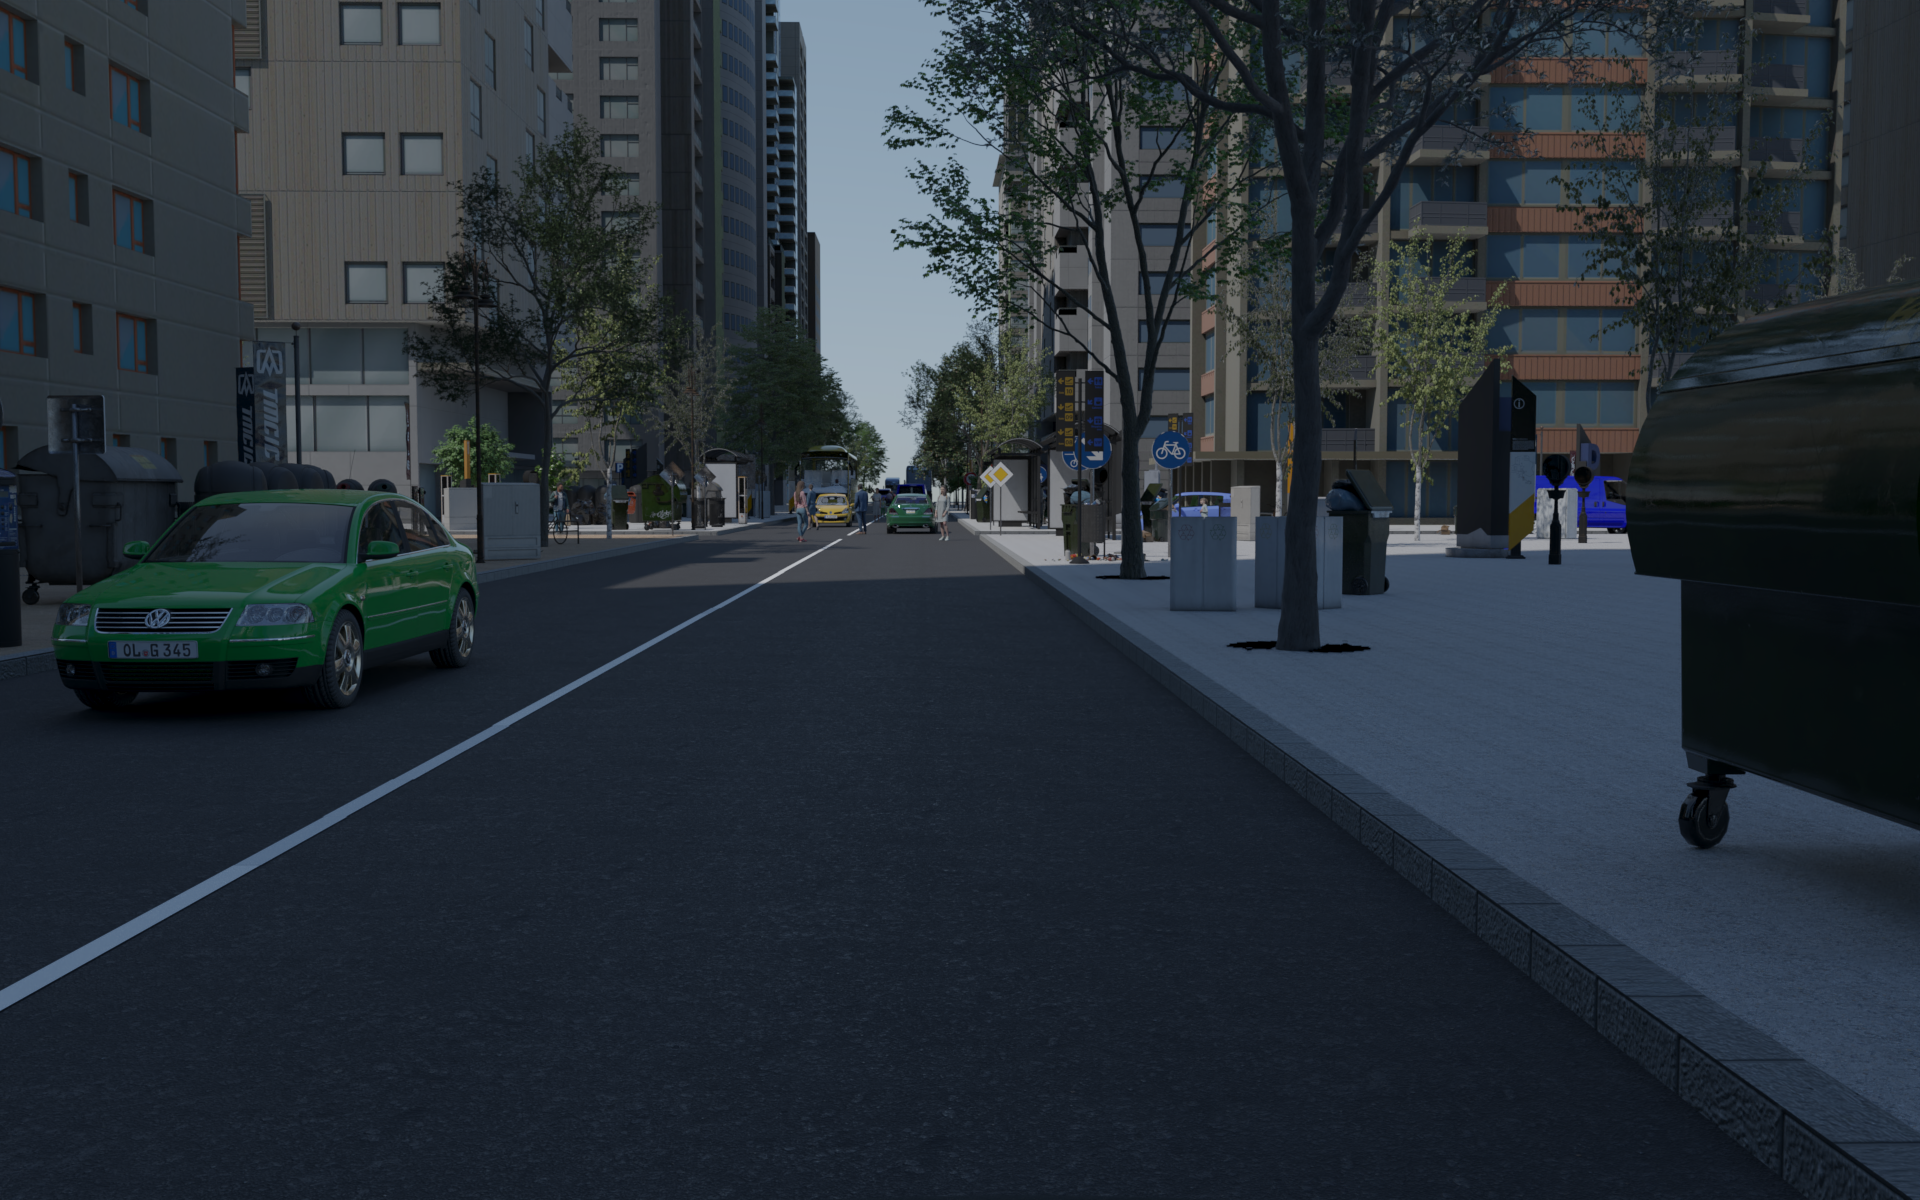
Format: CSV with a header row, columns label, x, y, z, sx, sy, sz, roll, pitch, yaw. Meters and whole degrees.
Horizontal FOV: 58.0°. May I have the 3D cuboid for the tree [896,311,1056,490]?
label,x,y,z,sx,sy,sz,roll,pitch,yaw
tree,0.946,-9.444,88.830,8.767,10.594,7.601,-1,4,-11

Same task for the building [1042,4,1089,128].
label,x,y,z,sx,sy,sz,roll,pitch,yaw
building,21.901,-35.063,162.513,28.713,52.752,27.495,0,4,-1

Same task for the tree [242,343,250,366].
label,x,y,z,sx,sy,sz,roll,pitch,yaw
tree,-29.635,-7.205,68.160,4.737,8.622,4.395,0,3,0

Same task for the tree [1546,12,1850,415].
label,x,y,z,sx,sy,sz,roll,pitch,yaw
tree,11.072,-4.659,26.545,4.360,8.622,3.978,0,3,0

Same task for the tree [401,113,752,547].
label,x,y,z,sx,sy,sz,roll,pitch,yaw
tree,-9.824,-6.574,41.900,7.601,10.594,8.767,-1,4,-19

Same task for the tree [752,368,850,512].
label,x,y,z,sx,sy,sz,roll,pitch,yaw
tree,-11.631,-11.442,121.481,8.767,10.594,7.601,-3,4,-36

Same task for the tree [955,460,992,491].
label,x,y,z,sx,sy,sz,roll,pitch,yaw
tree,1.099,-6.233,96.507,1.663,3.219,1.824,0,3,0

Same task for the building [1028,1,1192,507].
label,x,y,z,sx,sy,sz,roll,pitch,yaw
building,17.982,-39.637,190.061,21.231,58.520,28.212,0,4,-1

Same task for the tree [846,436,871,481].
label,x,y,z,sx,sy,sz,roll,pitch,yaw
tree,-13.153,-16.065,213.029,4.737,8.622,4.395,0,3,0

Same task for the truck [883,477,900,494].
label,x,y,z,sx,sy,sz,roll,pitch,yaw
truck,-10.794,-18.114,285.929,2.967,4.110,18.799,0,4,0

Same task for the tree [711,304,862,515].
label,x,y,z,sx,sy,sz,roll,pitch,yaw
tree,-10.933,-11.367,103.975,7.486,12.596,7.792,0,3,0

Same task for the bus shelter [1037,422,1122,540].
label,x,y,z,sx,sy,sz,roll,pitch,yaw
bus shelter,3.505,-3.447,50.282,2.014,3.302,5.546,0,4,-1

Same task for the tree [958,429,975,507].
label,x,y,z,sx,sy,sz,roll,pitch,yaw
tree,0.499,-13.367,168.909,4.360,8.622,3.978,0,3,0

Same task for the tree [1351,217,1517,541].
label,x,y,z,sx,sy,sz,roll,pitch,yaw
tree,12.731,-5.915,47.075,4.737,8.622,4.395,0,3,0

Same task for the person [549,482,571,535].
label,x,y,z,sx,sy,sz,roll,pitch,yaw
person,-13.259,-3.002,57.570,0.794,1.824,0.713,-1,4,-15

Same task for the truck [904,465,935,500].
label,x,y,z,sx,sy,sz,roll,pitch,yaw
truck,-3.870,-10.203,156.583,2.967,4.110,18.799,0,3,0

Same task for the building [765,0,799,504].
label,x,y,z,sx,sy,sz,roll,pitch,yaw
building,-32.706,-56.781,241.047,22.319,86.520,31.000,0,4,-1

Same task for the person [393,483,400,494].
label,x,y,z,sx,sy,sz,roll,pitch,yaw
person,-17.994,-2.835,55.034,0.511,1.800,0.466,-1,4,-16

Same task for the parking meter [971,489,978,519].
label,x,y,z,sx,sy,sz,roll,pitch,yaw
parking meter,0.720,-4.837,87.499,0.372,1.533,0.369,0,3,0

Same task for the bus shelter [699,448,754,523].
label,x,y,z,sx,sy,sz,roll,pitch,yaw
bus shelter,-10.692,-5.210,79.103,2.014,3.302,5.546,0,4,-1

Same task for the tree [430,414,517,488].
label,x,y,z,sx,sy,sz,roll,pitch,yaw
tree,-19.971,-5.348,71.159,4.285,4.588,4.351,0,3,0

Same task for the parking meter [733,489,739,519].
label,x,y,z,sx,sy,sz,roll,pitch,yaw
parking meter,-11.586,-4.987,89.946,0.372,1.533,0.369,0,3,0

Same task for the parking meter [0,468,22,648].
label,x,y,z,sx,sy,sz,roll,pitch,yaw
parking meter,-8.114,-0.375,14.548,0.372,1.533,0.369,0,3,0

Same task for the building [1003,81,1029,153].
label,x,y,z,sx,sy,sz,roll,pitch,yaw
building,15.521,-51.787,284.961,20.563,71.187,20.611,0,4,-1

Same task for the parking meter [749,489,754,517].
label,x,y,z,sx,sy,sz,roll,pitch,yaw
parking meter,-11.897,-5.685,98.657,0.399,1.863,0.255,3,5,42

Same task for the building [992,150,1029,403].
label,x,y,z,sx,sy,sz,roll,pitch,yaw
building,19.737,-41.104,261.284,28.713,52.752,27.495,0,4,-1

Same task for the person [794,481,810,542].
label,x,y,z,sx,sy,sz,roll,pitch,yaw
person,-4.698,-2.639,51.651,0.555,1.821,0.388,2,4,35

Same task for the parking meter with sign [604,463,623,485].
label,x,y,z,sx,sy,sz,roll,pitch,yaw
parking meter with sign,-19.608,-6.177,97.261,1.738,3.016,0.543,3,5,42

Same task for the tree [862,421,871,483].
label,x,y,z,sx,sy,sz,roll,pitch,yaw
tree,-11.693,-13.080,131.992,7.486,12.596,7.792,0,3,0

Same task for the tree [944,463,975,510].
label,x,y,z,sx,sy,sz,roll,pitch,yaw
tree,0.259,-9.537,139.649,4.285,4.588,4.351,0,3,0

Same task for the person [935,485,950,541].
label,x,y,z,sx,sy,sz,roll,pitch,yaw
person,-0.512,-2.693,53.527,0.512,1.701,0.522,2,4,26

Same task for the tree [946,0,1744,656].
label,x,y,z,sx,sy,sz,roll,pitch,yaw
tree,2.904,-6.325,13.785,12.009,13.543,11.850,0,3,0

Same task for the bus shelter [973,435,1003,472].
label,x,y,z,sx,sy,sz,roll,pitch,yaw
bus shelter,1.943,-8.408,115.099,2.179,5.291,8.768,0,4,-1

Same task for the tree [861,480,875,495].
label,x,y,z,sx,sy,sz,roll,pitch,yaw
tree,-14.936,-17.794,285.528,1.663,3.219,1.824,0,3,0

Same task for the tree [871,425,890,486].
label,x,y,z,sx,sy,sz,roll,pitch,yaw
tree,-14.369,-21.262,265.758,7.486,12.596,7.792,0,3,0

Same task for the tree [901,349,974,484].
label,x,y,z,sx,sy,sz,roll,pitch,yaw
tree,-0.506,-22.444,222.846,12.611,20.169,13.585,0,3,0

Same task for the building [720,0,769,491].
label,x,y,z,sx,sy,sz,roll,pitch,yaw
building,-30.679,-38.392,169.705,21.231,58.520,28.212,0,4,-1

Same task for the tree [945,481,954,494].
label,x,y,z,sx,sy,sz,roll,pitch,yaw
tree,-1.094,-11.418,181.282,1.663,3.219,1.824,0,3,0

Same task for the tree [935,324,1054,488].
label,x,y,z,sx,sy,sz,roll,pitch,yaw
tree,2.038,-7.611,74.810,4.737,8.622,4.395,0,3,0

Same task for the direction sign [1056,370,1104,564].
label,x,y,z,sx,sy,sz,roll,pitch,yaw
direction sign,2.201,-2.437,31.837,0.876,3.537,0.379,0,4,-3

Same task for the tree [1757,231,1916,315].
label,x,y,z,sx,sy,sz,roll,pitch,yaw
tree,26.417,-6.145,50.830,4.360,8.622,3.978,0,3,0

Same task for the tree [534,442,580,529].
label,x,y,z,sx,sy,sz,roll,pitch,yaw
tree,-14.921,-4.261,64.262,1.663,3.219,1.824,0,3,0

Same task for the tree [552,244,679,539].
label,x,y,z,sx,sy,sz,roll,pitch,yaw
tree,-10.101,-6.087,49.891,4.737,8.622,4.395,0,3,0

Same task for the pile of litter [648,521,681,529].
label,x,y,z,sx,sy,sz,roll,pitch,yaw
pile of litter,-11.223,-3.099,64.638,1.719,0.858,1.176,3,4,36

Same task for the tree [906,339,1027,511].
label,x,y,z,sx,sy,sz,roll,pitch,yaw
tree,0.745,-12.913,128.129,9.611,12.733,9.660,0,3,0

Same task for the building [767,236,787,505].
label,x,y,z,sx,sy,sz,roll,pitch,yaw
building,-26.922,-25.727,192.337,14.160,30.474,14.107,0,4,-1

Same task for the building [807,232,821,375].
label,x,y,z,sx,sy,sz,roll,pitch,yaw
building,-30.319,-38.908,286.254,14.600,45.320,14.200,0,4,-1

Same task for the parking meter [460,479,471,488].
label,x,y,z,sx,sy,sz,roll,pitch,yaw
parking meter,-18.643,-3.645,65.307,0.399,1.863,0.255,2,4,35

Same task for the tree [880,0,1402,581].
label,x,y,z,sx,sy,sz,roll,pitch,yaw
tree,2.664,-6.128,25.948,9.928,11.665,9.643,0,3,0

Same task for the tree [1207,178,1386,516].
label,x,y,z,sx,sy,sz,roll,pitch,yaw
tree,7.883,-5.562,41.302,4.360,8.622,3.978,0,3,0

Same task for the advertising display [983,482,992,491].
label,x,y,z,sx,sy,sz,roll,pitch,yaw
advertising display,1.718,-5.473,94.693,0.974,1.923,0.123,0,4,-8

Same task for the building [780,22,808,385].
label,x,y,z,sx,sy,sz,roll,pitch,yaw
building,-31.906,-50.752,268.054,20.563,71.187,20.611,0,4,-1

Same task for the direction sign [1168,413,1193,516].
label,x,y,z,sx,sy,sz,roll,pitch,yaw
direction sign,6.162,-3.454,48.474,0.379,3.537,0.876,-3,5,-44

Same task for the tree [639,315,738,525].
label,x,y,z,sx,sy,sz,roll,pitch,yaw
tree,-10.862,-7.342,70.406,4.360,8.622,3.978,0,3,0

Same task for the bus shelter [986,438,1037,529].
label,x,y,z,sx,sy,sz,roll,pitch,yaw
bus shelter,2.086,-4.348,65.011,2.014,3.302,5.546,0,4,-1

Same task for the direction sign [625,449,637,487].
label,x,y,z,sx,sy,sz,roll,pitch,yaw
direction sign,-16.396,-5.776,86.440,0.876,3.537,0.379,3,5,42

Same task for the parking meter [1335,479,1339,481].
label,x,y,z,sx,sy,sz,roll,pitch,yaw
parking meter,14.898,-3.800,67.844,0.399,1.863,0.255,3,5,40

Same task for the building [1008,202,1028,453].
label,x,y,z,sx,sy,sz,roll,pitch,yaw
building,13.660,-34.069,240.615,14.154,41.232,14.086,0,4,-1

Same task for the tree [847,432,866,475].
label,x,y,z,sx,sy,sz,roll,pitch,yaw
tree,-12.938,-15.595,205.345,4.360,8.622,3.978,0,3,0
